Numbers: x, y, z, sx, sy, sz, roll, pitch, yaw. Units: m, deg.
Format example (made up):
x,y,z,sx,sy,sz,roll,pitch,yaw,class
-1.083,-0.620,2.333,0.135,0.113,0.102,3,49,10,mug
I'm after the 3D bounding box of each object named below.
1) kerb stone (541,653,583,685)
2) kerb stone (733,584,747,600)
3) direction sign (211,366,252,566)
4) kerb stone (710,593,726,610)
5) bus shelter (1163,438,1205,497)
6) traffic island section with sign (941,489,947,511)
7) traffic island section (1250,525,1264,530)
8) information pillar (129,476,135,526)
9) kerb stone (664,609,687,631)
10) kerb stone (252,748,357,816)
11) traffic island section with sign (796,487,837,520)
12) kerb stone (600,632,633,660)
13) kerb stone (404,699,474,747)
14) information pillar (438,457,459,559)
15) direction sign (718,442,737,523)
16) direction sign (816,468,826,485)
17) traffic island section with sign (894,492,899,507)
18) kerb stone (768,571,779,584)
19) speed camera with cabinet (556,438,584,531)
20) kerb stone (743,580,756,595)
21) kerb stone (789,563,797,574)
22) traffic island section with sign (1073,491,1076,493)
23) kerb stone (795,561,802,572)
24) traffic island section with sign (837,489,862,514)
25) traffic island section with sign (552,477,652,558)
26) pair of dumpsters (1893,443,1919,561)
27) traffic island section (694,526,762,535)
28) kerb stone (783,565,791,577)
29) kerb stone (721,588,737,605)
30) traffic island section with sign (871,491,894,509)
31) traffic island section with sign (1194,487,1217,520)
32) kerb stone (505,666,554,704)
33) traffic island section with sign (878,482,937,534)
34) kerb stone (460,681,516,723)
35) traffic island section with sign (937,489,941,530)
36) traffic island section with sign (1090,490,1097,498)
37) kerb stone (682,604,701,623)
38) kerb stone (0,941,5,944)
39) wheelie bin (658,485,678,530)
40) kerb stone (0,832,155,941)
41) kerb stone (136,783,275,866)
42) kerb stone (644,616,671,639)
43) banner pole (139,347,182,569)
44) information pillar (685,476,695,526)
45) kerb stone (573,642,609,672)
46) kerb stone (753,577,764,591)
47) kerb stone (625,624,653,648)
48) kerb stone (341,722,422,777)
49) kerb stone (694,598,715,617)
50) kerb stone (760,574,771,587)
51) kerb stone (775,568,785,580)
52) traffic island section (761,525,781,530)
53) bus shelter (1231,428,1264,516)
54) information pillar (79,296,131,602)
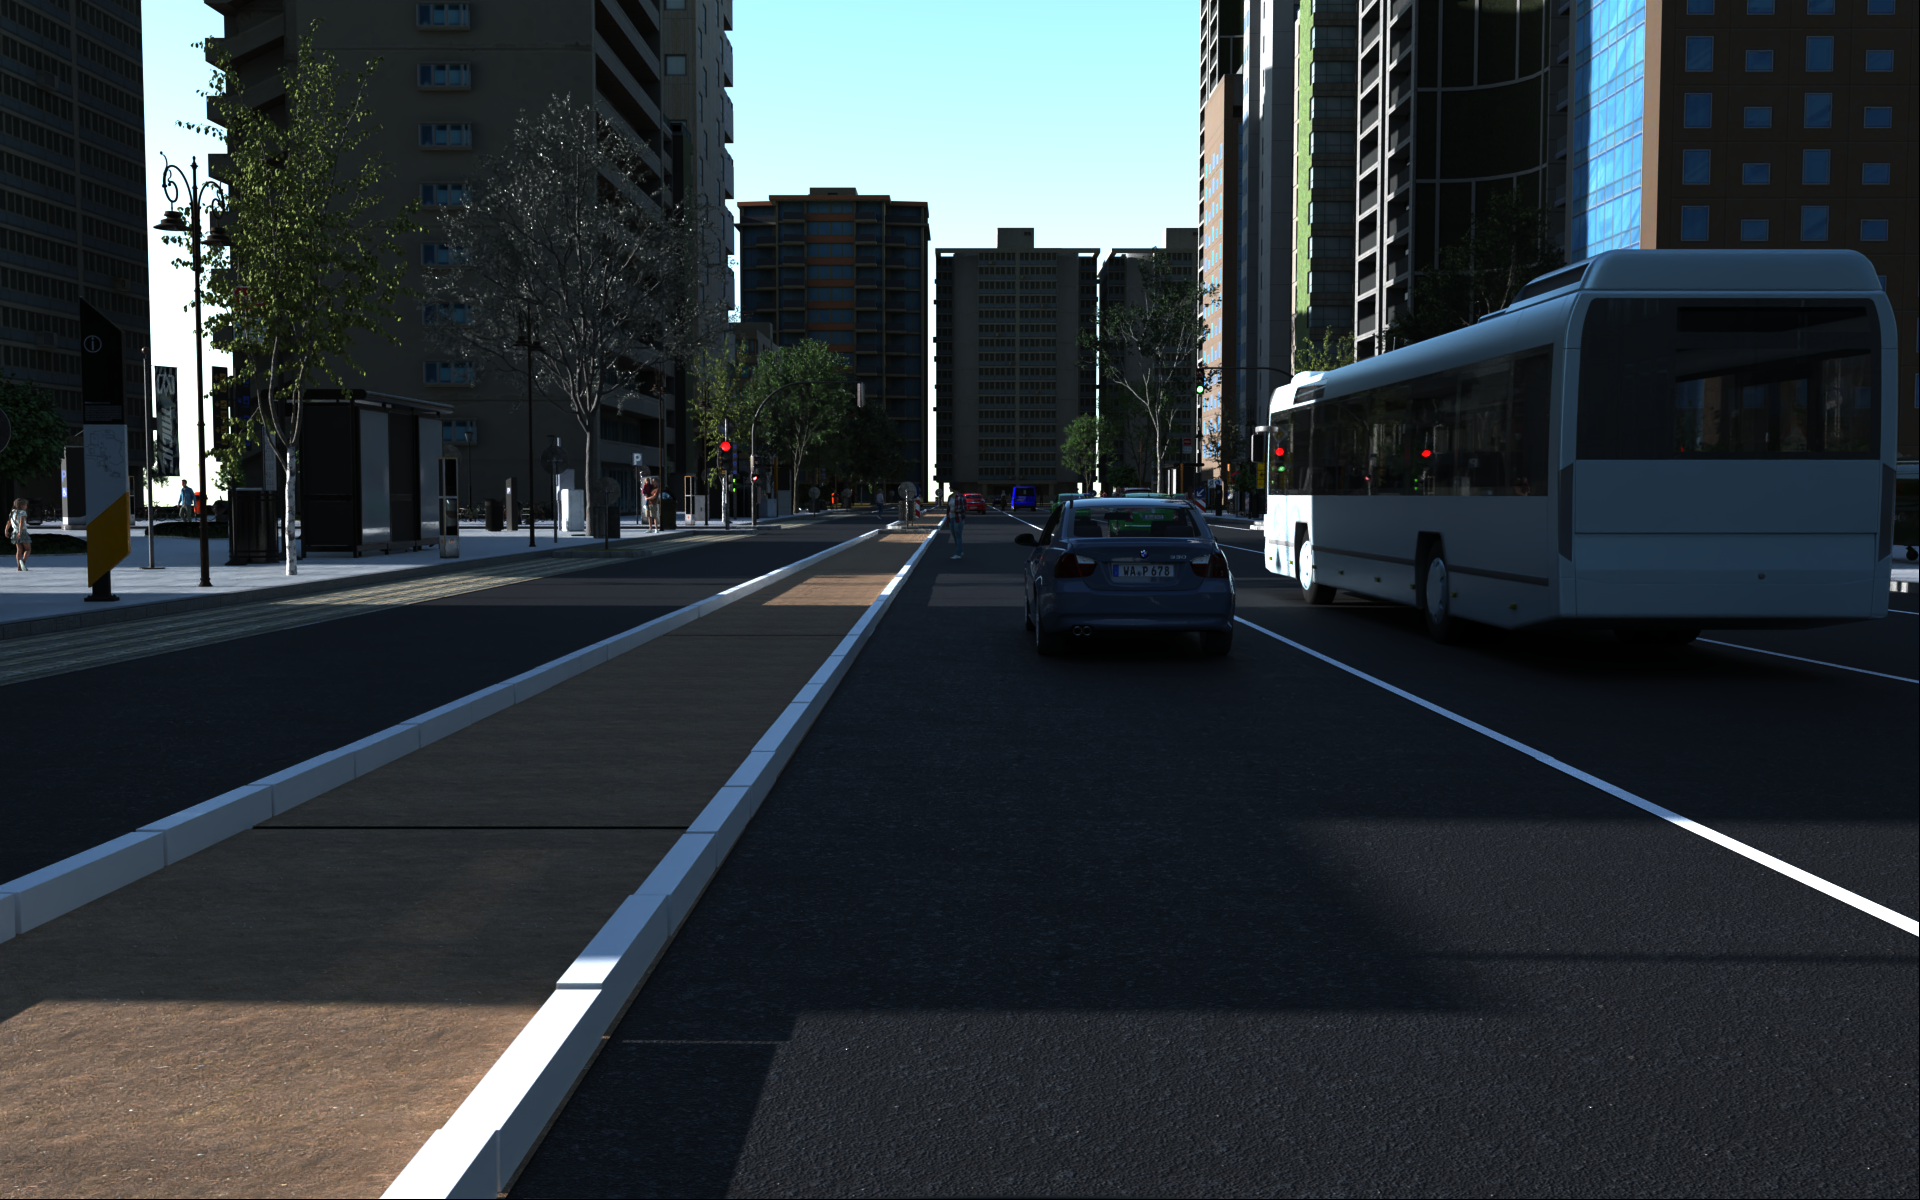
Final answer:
x,y,z,sx,sy,sz,roll,pitch,yaw,class
-3.075,0.547,13.262,0.120,0.150,1.000,0,3,0,kerb stone
-3.055,-0.081,23.517,0.120,0.150,1.000,0,3,0,kerb stone
-13.045,-2.391,31.093,0.379,3.537,0.876,1,4,22,direction sign
-3.061,0.051,21.471,0.120,0.150,1.000,0,3,0,kerb stone
15.480,-8.776,121.126,2.179,5.291,8.768,0,4,0,bus shelter
-1.768,-8.369,144.964,2.006,1.907,1.989,0,3,0,traffic island section with sign
12.889,-2.927,70.136,2.009,0.180,2.903,0,3,0,traffic island section
-33.738,-4.026,70.313,0.304,2.012,0.304,1,4,13,information pillar
-3.066,0.232,18.395,0.120,0.150,1.000,0,3,0,kerb stone
-3.086,0.859,8.151,0.120,0.150,1.000,0,3,0,kerb stone
-7.978,-5.307,95.390,1.989,1.847,2.006,0,3,0,traffic island section with sign
-3.071,0.421,15.314,0.120,0.150,1.000,0,3,0,kerb stone
-3.077,0.734,10.195,0.120,0.150,1.000,0,3,0,kerb stone
-10.214,-1.841,34.589,0.304,2.012,0.304,-3,4,-37,information pillar
-10.117,-5.111,75.560,0.876,3.537,0.379,1,4,16,direction sign
-11.633,-9.344,144.774,0.876,3.537,0.379,1,4,12,direction sign
-7.770,-11.671,199.450,1.989,1.847,2.006,0,3,0,traffic island section with sign
-3.043,-0.329,27.611,0.120,0.150,1.000,0,3,0,kerb stone
-13.597,-4.034,60.288,0.660,3.252,2.038,-2,4,-25,speed camera with cabinet
-3.053,-0.144,24.545,0.120,0.150,1.000,0,3,0,kerb stone
-3.045,-0.516,30.677,0.120,0.150,1.000,0,3,0,kerb stone
13.147,-11.644,199.001,1.989,1.847,2.006,0,3,0,traffic island section with sign
-3.044,-0.576,31.699,0.120,0.150,1.000,0,3,0,kerb stone
-7.935,-6.968,122.550,1.989,1.847,2.006,0,3,0,traffic island section with sign
-8.083,-1.881,39.374,1.989,1.847,2.006,0,3,0,traffic island section with sign
17.869,-1.862,32.930,1.574,2.255,4.437,0,3,0,pair of dumpsters
-8.368,-2.441,62.197,2.009,0.180,2.903,0,3,0,traffic island section
-3.047,-0.456,29.655,0.120,0.150,1.000,0,3,0,kerb stone
-3.059,-0.016,22.493,0.120,0.150,1.000,0,3,0,kerb stone
-7.833,-10.000,172.133,1.989,1.847,2.006,0,3,0,traffic island section with sign
12.936,-5.273,94.844,1.989,1.847,2.006,0,3,0,traffic island section with sign
-3.069,0.609,12.240,0.120,0.150,1.000,0,3,0,kerb stone
-1.926,-3.320,62.418,2.006,1.907,1.989,0,3,0,traffic island section with sign
-3.080,0.673,11.217,0.120,0.150,1.000,0,3,0,kerb stone
-1.902,-3.773,69.825,2.006,1.907,1.989,0,3,0,traffic island section with sign
13.089,-9.986,171.891,1.989,1.847,2.006,0,3,0,traffic island section with sign
-3.069,0.175,19.417,0.120,0.150,1.000,0,3,0,kerb stone
-3.097,1.048,5.064,0.120,0.150,1.000,0,3,0,kerb stone
-10.501,-3.317,62.135,0.693,1.594,0.980,-1,4,-16,wheelie bin
-3.094,0.989,6.097,0.120,0.150,1.000,0,3,0,kerb stone
-3.091,0.922,7.125,0.120,0.150,1.000,0,3,0,kerb stone
-3.069,0.295,17.373,0.120,0.150,1.000,0,3,0,kerb stone
-13.734,-2.430,29.748,0.401,3.779,0.863,2,4,25,banner pole
-11.012,-4.046,70.646,0.304,2.012,0.304,1,4,21,information pillar
-3.076,0.484,14.284,0.120,0.150,1.000,0,3,0,kerb stone
-3.049,-0.206,25.567,0.120,0.150,1.000,0,3,0,kerb stone
-3.070,0.360,16.343,0.120,0.150,1.000,0,3,0,kerb stone
-3.083,0.801,9.173,0.120,0.150,1.000,0,3,0,kerb stone
-3.057,0.107,20.439,0.120,0.150,1.000,0,3,0,kerb stone
-3.051,-0.267,26.589,0.120,0.150,1.000,0,3,0,kerb stone
-3.049,-0.394,28.633,0.120,0.150,1.000,0,3,0,kerb stone
-8.352,-2.930,70.182,2.009,0.180,2.903,0,3,0,traffic island section
17.499,-7.688,103.332,2.179,5.291,8.768,0,3,0,bus shelter
-10.198,-1.792,20.648,0.504,3.616,0.183,0,4,-6,information pillar
